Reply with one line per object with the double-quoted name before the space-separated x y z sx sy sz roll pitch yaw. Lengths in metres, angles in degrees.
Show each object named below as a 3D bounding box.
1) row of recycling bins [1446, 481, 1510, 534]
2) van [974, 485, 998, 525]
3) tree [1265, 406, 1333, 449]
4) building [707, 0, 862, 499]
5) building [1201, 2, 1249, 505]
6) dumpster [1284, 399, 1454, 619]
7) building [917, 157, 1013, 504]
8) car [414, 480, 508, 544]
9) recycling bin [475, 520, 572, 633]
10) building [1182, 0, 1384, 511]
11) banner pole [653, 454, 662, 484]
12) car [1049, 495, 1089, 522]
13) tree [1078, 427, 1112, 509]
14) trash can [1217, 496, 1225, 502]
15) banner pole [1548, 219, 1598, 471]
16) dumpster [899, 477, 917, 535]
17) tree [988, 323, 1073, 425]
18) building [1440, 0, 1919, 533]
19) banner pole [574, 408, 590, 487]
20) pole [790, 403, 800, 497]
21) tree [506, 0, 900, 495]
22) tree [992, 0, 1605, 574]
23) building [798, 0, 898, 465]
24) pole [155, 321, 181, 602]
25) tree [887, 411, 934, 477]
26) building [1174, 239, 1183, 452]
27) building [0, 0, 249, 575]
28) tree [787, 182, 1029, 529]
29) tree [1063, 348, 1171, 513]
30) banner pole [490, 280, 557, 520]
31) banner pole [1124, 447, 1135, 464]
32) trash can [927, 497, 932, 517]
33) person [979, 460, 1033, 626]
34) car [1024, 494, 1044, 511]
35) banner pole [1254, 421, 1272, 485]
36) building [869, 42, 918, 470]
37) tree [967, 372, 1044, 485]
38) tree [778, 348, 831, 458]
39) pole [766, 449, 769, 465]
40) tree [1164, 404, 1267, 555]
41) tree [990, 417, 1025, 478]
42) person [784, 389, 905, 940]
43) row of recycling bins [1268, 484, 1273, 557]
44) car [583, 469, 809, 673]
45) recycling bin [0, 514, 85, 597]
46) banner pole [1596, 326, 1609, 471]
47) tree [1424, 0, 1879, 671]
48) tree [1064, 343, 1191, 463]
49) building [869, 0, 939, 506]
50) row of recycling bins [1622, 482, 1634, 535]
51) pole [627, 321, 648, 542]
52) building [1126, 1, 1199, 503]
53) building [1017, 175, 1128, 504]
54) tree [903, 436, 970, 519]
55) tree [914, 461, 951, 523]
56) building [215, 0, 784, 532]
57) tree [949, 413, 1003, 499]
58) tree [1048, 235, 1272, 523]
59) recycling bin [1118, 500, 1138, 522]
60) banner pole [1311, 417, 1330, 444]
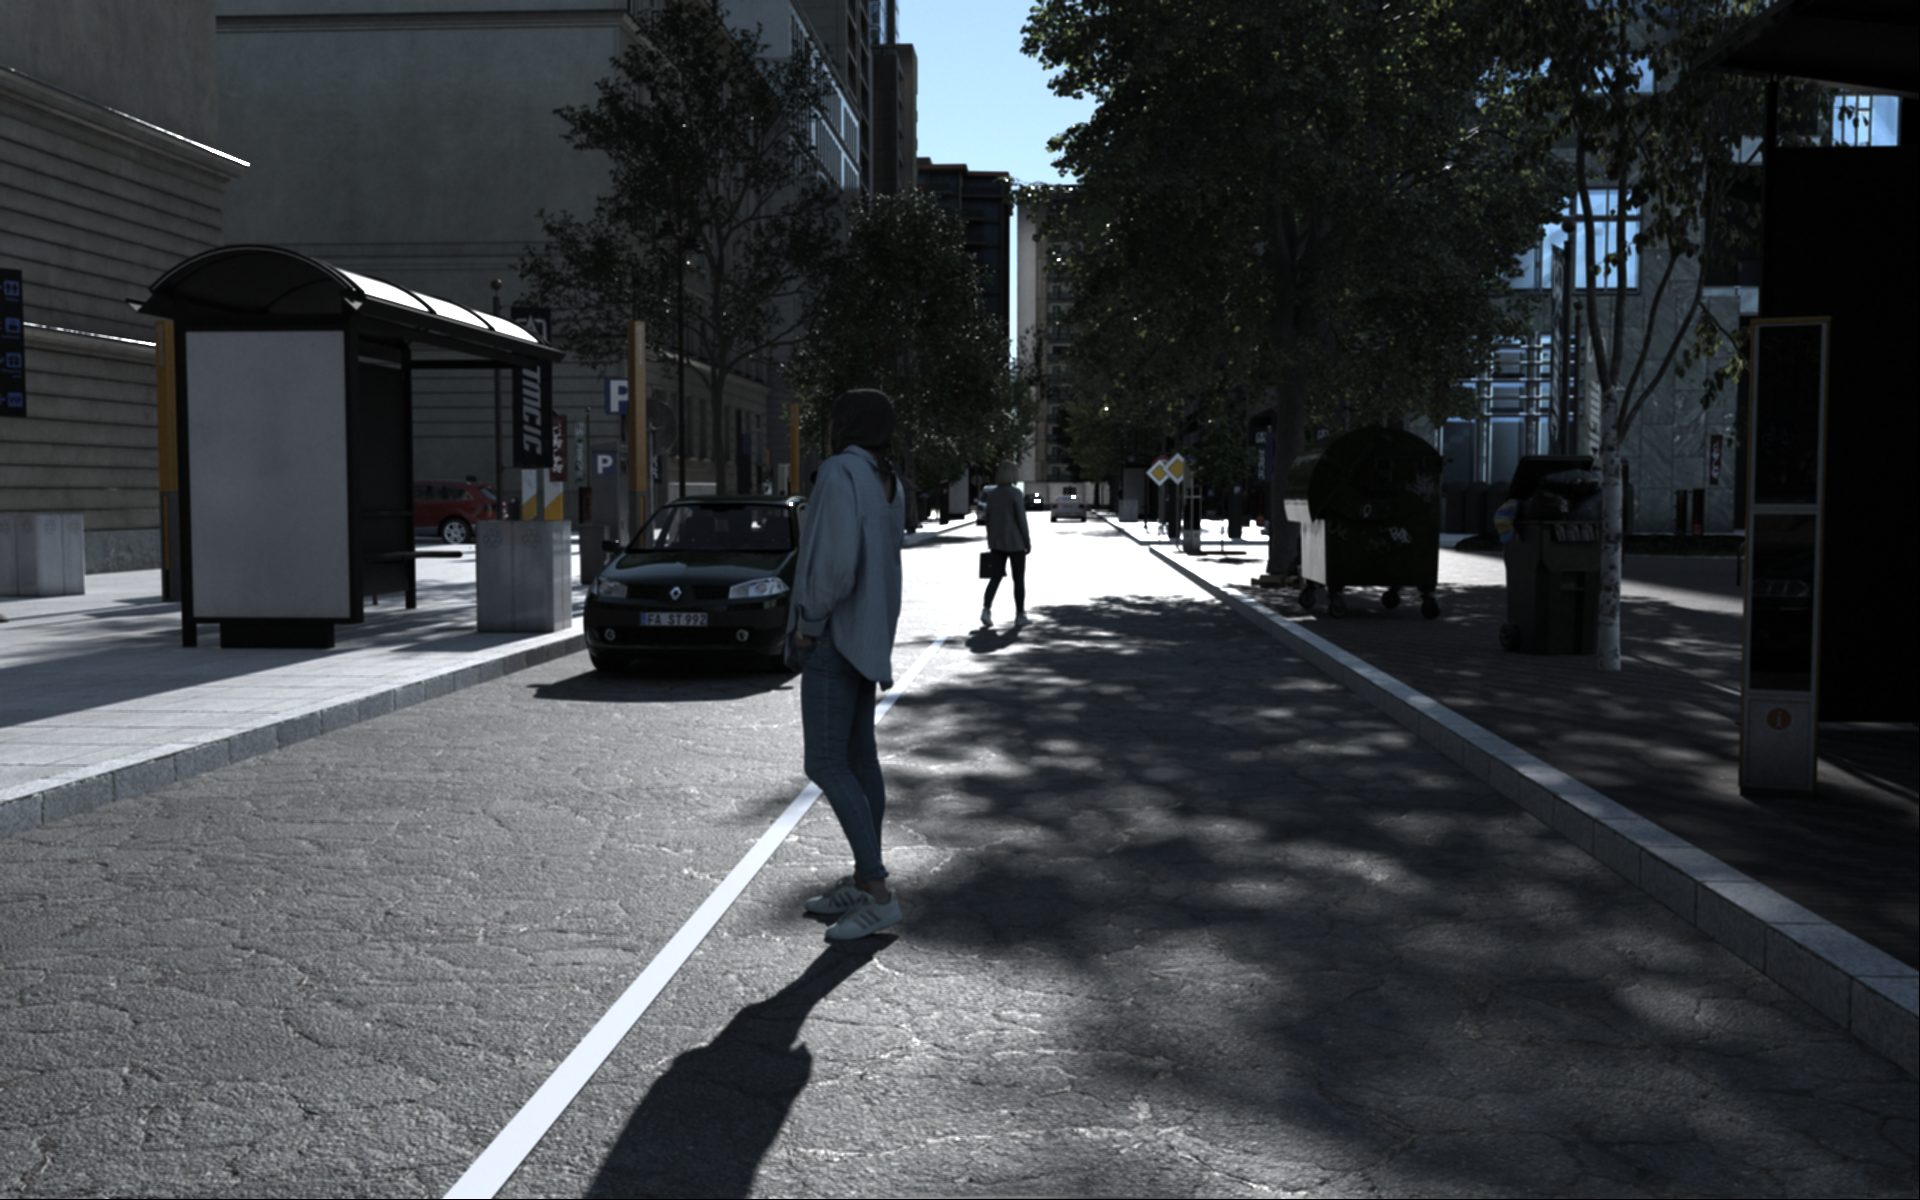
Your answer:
"row of recycling bins" 16.850 -2.920 54.855 1.069 1.692 3.534 -2 4 -33
"van" 1.699 -4.533 81.132 2.013 2.044 4.112 0 4 5
"tree" 12.394 -4.801 62.212 4.285 4.588 4.351 0 3 0
"building" -13.065 -19.877 102.483 11.434 29.767 29.804 0 4 3
"building" 31.316 -29.738 140.839 22.147 44.769 28.867 0 4 3
"dumpster" 4.343 -0.980 18.521 1.502 2.255 1.985 0 4 3
"building" -7.655 -35.075 228.104 28.867 44.769 22.147 0 4 3
"car" -15.057 -2.381 47.601 5.304 1.827 2.281 0 4 2
"recycling bin" -4.106 -0.231 16.334 0.722 1.027 0.722 0 4 3
"building" 32.898 -33.160 165.861 21.300 48.544 21.600 0 4 3
"banner pole" -9.386 -3.804 52.208 0.863 3.779 0.401 0 4 -7
"car" 5.690 -4.784 90.584 2.083 1.381 4.827 0 4 4
"tree" 12.384 -12.317 151.746 4.360 8.622 3.978 0 3 0
"trash can" 17.489 -6.402 116.328 0.748 1.137 0.748 0 3 0
"banner pole" 5.412 -1.568 15.655 0.401 3.779 0.863 2 4 32
"dumpster" -2.071 -3.046 55.568 1.264 1.857 1.865 0 4 4
"tree" 6.688 -20.513 191.270 12.611 20.169 13.585 0 3 0
"building" 30.922 -45.996 64.703 31.000 86.520 22.319 0 4 3
"banner pole" -11.004 -3.709 50.652 0.863 3.779 0.401 3 5 40
"pole" -3.714 -2.759 38.957 0.158 3.312 0.155 0 3 0
"tree" -4.715 -5.964 31.921 7.601 10.594 8.767 -2 4 -26
"tree" 5.419 -7.402 27.674 9.857 13.997 8.962 0 3 0
"building" -15.519 -42.615 135.009 20.563 71.187 20.611 0 4 3
"pole" -9.393 -1.634 20.553 0.158 3.312 0.155 0 3 0
"tree" -3.381 -9.475 105.282 4.737 8.622 4.395 0 3 0
"building" 29.822 -25.245 184.452 14.160 30.474 14.107 0 4 3
"building" -30.774 -12.756 27.648 34.723 24.649 14.460 0 4 3
"tree" -1.963 -8.994 64.066 9.611 12.733 9.660 0 3 0
"tree" 12.610 -13.398 137.185 7.486 12.596 7.792 0 3 0
"banner pole" -5.191 -1.857 20.382 0.863 3.779 0.401 -1 4 -16
"banner pole" 8.982 -6.246 92.133 0.863 3.779 0.401 3 5 39
"trash can" -1.928 -5.259 97.643 0.748 1.137 0.748 0 3 0
"person" 0.444 -0.625 18.894 0.709 1.800 0.728 3 5 42
"car" 6.048 -8.229 144.338 2.009 1.686 4.222 0 4 4
"banner pole" 10.334 -4.188 58.492 0.863 3.779 0.401 1 4 22
"building" -11.298 -28.716 153.104 14.154 41.232 14.086 0 4 3
"tree" 2.688 -12.860 136.015 9.928 11.665 9.643 0 3 0
"tree" -5.608 -7.640 75.272 4.360 8.622 3.978 0 3 0
"pole" -8.745 -5.193 78.750 0.158 3.312 0.155 0 3 0
"tree" 5.493 -2.594 37.020 1.663 3.219 1.824 0 3 0
"tree" 4.409 -13.009 163.053 4.737 8.622 4.395 0 3 0
"person" -0.354 0.179 5.837 0.793 1.790 0.793 -1 4 -17
"row of recycling bins" 6.737 -1.549 32.447 1.069 1.692 3.534 -1 4 -10
"car" -2.003 -0.331 15.197 2.009 1.686 4.222 0 4 5
"recycling bin" -11.621 -0.572 21.905 0.722 1.027 0.722 1 4 20
"banner pole" 8.185 -1.994 22.612 0.863 3.779 0.401 -2 4 -33
"tree" 4.830 -3.780 12.172 4.360 8.622 3.978 0 3 0
"tree" 10.594 -11.121 107.583 9.928 11.665 9.643 0 3 0
"building" -18.530 -53.129 181.337 31.000 86.520 22.319 0 4 3
"row of recycling bins" 18.526 -2.657 50.561 3.534 1.692 1.069 -3 5 -42
"pole" -3.822 -1.633 20.539 0.158 3.312 0.155 0 3 0
"building" 31.806 -48.035 223.622 20.611 71.187 20.563 0 4 3
"building" 14.292 -32.951 222.338 14.086 41.232 14.154 0 4 3
"tree" -1.192 -6.389 88.171 4.285 4.588 4.351 0 3 0
"tree" -1.444 -4.997 76.306 1.663 3.219 1.824 0 3 0
"building" -17.780 -14.664 73.045 16.112 22.955 30.059 0 4 3
"tree" 1.240 -10.443 121.105 4.360 8.622 3.978 0 3 0
"tree" 9.170 -10.175 76.728 12.009 13.543 11.850 0 3 0
"recycling bin" 7.633 -4.041 78.624 0.722 1.027 0.722 -1 4 -14
"banner pole" 11.570 -4.033 55.949 0.863 3.779 0.401 3 4 36
